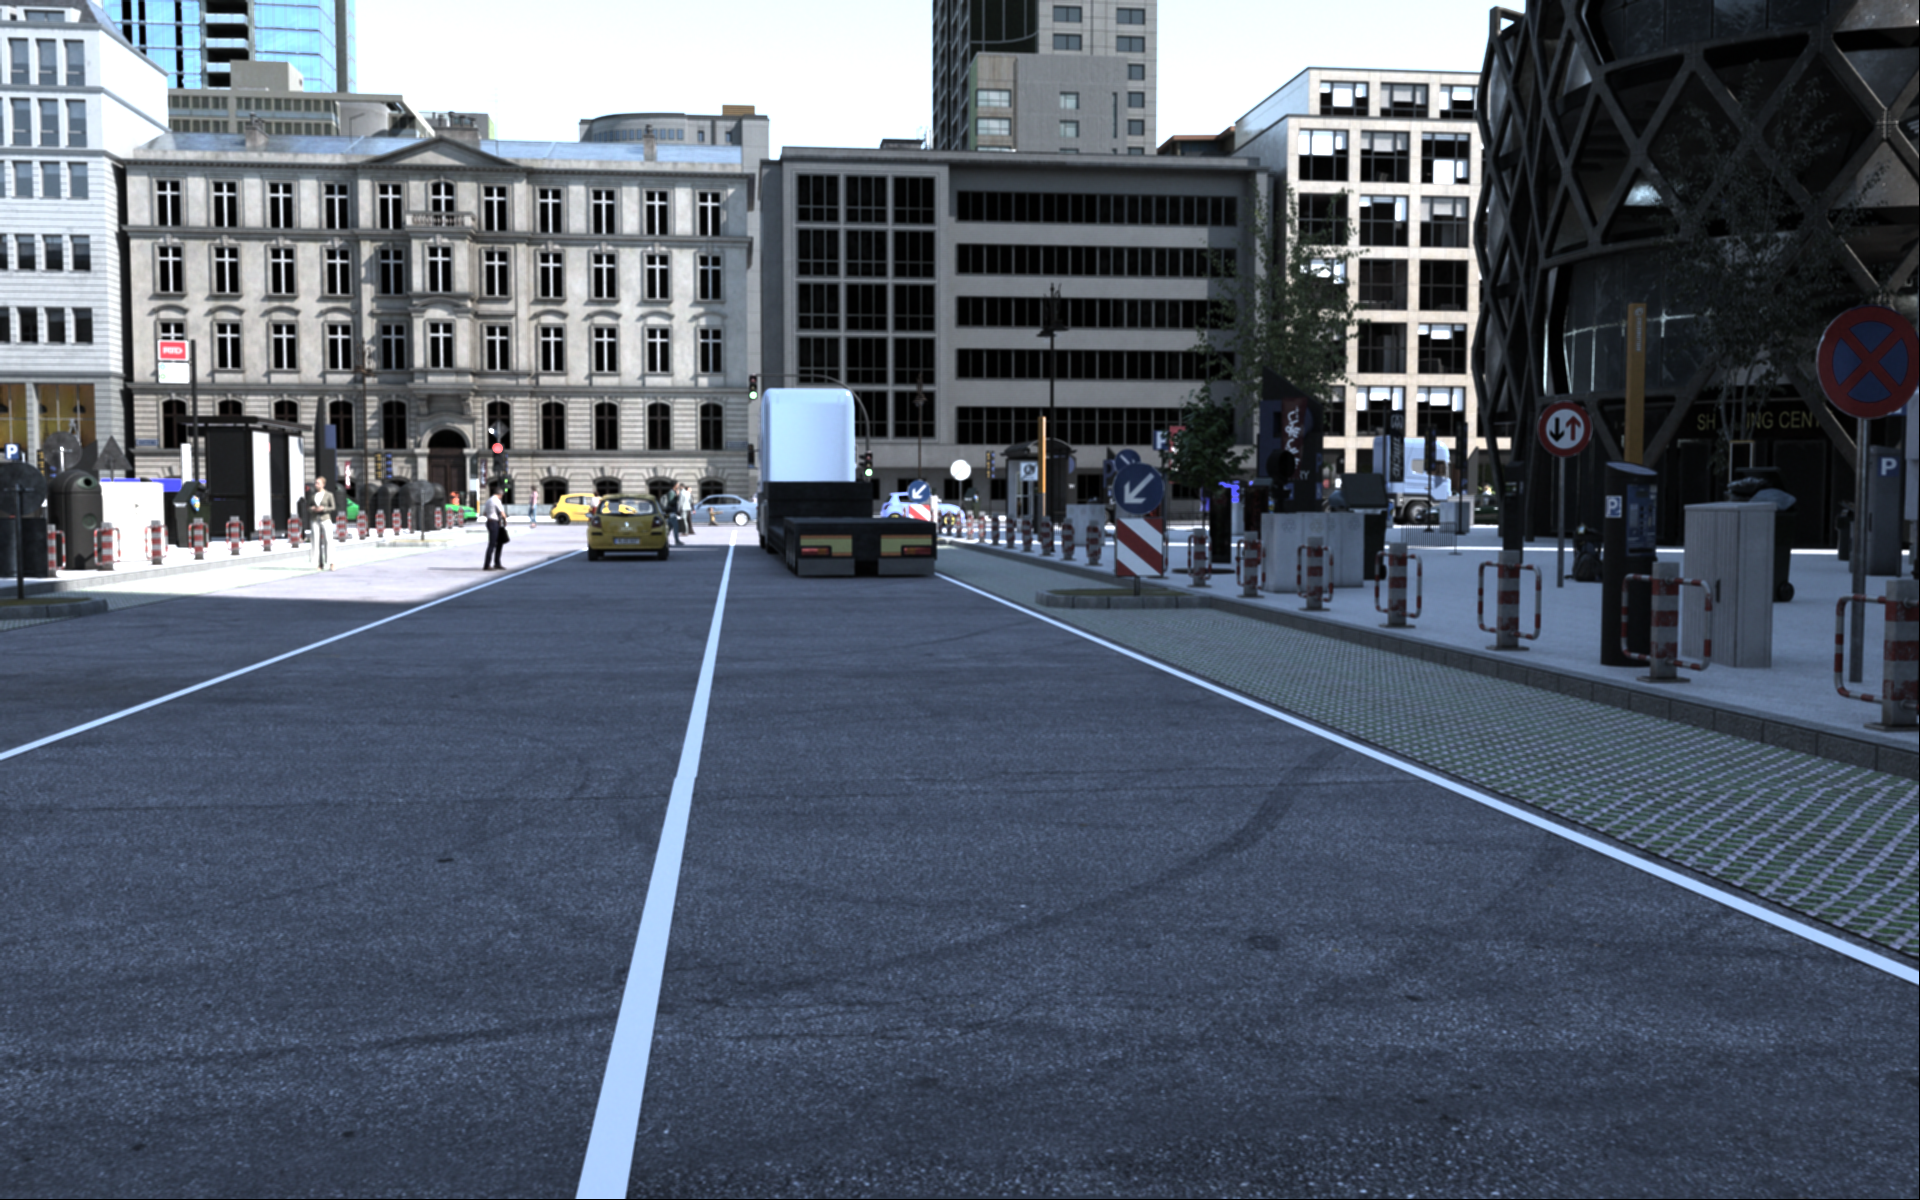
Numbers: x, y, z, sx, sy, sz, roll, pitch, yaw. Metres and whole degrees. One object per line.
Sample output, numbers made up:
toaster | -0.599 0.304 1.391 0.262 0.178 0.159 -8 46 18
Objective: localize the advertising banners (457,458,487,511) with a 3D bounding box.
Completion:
advertising banners | -23.950 -5.440 85.124 2.074 3.025 0.090 2 4 31

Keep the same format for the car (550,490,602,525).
car | -16.945 -4.278 80.161 3.980 1.641 2.015 -1 4 -9

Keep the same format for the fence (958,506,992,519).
fence | 0.758 -4.507 89.059 2.069 0.683 0.278 -2 4 -31

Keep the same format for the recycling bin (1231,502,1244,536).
recycling bin | 8.630 -2.510 53.585 0.722 1.027 0.722 -2 4 -28

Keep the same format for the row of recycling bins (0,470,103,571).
row of recycling bins | -16.087 -1.310 28.530 3.534 1.692 1.069 -3 4 -37

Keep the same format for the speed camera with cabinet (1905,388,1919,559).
speed camera with cabinet | 8.468 -1.223 14.330 0.660 3.252 2.038 1 4 12

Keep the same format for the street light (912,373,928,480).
street light | -1.538 -5.708 66.120 0.468 5.910 1.993 0 4 -7

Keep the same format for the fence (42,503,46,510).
fence | -27.654 -2.561 53.079 2.264 1.192 0.480 -2 4 -30

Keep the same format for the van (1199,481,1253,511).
van | 14.246 -4.822 83.217 5.245 2.365 2.240 -1 4 -9

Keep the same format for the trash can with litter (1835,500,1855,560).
trash can with litter | 17.398 -1.338 33.263 0.624 1.170 1.055 -3 5 -43

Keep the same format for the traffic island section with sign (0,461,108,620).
traffic island section with sign | -11.293 -0.722 20.439 1.989 1.847 2.006 0 4 -7

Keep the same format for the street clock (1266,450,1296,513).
street clock | 5.545 -1.558 30.038 0.471 2.002 0.358 -3 4 -36

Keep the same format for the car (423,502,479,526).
car | -24.215 -4.252 78.321 4.718 1.807 1.959 0 4 -5

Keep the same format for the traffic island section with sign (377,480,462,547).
traffic island section with sign | -14.676 -2.358 47.182 1.989 1.847 2.006 0 4 -7

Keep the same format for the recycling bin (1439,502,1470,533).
recycling bin | 16.471 -2.760 57.674 0.722 1.027 0.722 -2 4 -30

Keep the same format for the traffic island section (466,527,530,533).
traffic island section | -17.190 -2.591 64.642 2.009 0.180 2.903 0 4 -7

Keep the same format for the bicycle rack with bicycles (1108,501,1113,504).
bicycle rack with bicycles | 8.161 -4.676 89.827 2.925 0.926 2.852 0 4 3

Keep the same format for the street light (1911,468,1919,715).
street light | 5.609 -2.273 9.946 0.468 5.910 1.993 0 4 -7

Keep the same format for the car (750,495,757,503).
car | -19.260 -9.456 166.972 2.083 1.381 4.827 0 4 -6

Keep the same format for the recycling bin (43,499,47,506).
recycling bin | -45.270 -4.423 84.871 0.722 1.027 0.722 3 4 36

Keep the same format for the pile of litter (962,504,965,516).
pile of litter | 0.055 -4.823 92.823 1.176 0.858 1.719 -1 4 -14

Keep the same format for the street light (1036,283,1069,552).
street light | 2.020 -3.993 38.080 0.468 5.910 1.993 0 4 -7

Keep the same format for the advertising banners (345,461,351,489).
advertising banners | -32.660 -5.810 91.181 0.090 3.025 2.074 1 4 16

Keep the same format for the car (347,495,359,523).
car | -27.203 -4.093 75.710 4.718 1.807 1.959 0 4 -7

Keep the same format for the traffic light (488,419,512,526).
traffic light | -17.149 -4.623 64.512 0.839 4.253 0.868 0 4 -7

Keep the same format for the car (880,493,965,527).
car | -1.638 -4.056 75.912 3.694 1.707 1.945 0 4 -7

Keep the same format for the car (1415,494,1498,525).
car | 21.237 -3.838 72.534 4.222 1.686 2.009 0 4 -5

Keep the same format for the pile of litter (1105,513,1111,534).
pile of litter | 4.111 -2.468 54.314 1.176 0.858 1.719 -1 4 -14

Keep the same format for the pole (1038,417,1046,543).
pole | 2.156 -3.173 45.718 0.158 3.312 0.155 0 3 0

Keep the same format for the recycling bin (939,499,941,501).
recycling bin | -1.319 -4.409 84.636 0.722 1.027 0.722 0 4 -6

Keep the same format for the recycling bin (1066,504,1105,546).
recycling bin | 3.106 -1.850 42.794 0.722 1.027 0.722 3 5 40

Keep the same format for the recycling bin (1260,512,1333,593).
recycling bin | 4.384 -0.621 22.712 0.722 1.027 0.722 0 4 -6

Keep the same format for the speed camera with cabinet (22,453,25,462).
speed camera with cabinet | -45.486 -5.427 83.073 0.660 3.252 2.038 2 4 35

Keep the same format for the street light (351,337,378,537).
street light | -17.613 -4.803 51.316 0.468 5.910 1.993 0 4 -7

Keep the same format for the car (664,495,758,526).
car | -11.232 -4.090 78.870 4.499 1.417 2.014 0 4 -8

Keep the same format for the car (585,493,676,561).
car | -7.361 -1.737 38.619 2.015 1.641 3.980 -1 4 -9

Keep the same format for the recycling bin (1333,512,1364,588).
recycling bin | 5.122 -0.700 24.001 0.722 1.027 0.722 -1 4 -14

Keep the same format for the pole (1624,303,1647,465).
pole | 7.242 -1.516 18.622 0.158 3.312 0.155 0 3 0

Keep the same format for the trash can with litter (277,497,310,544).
trash can with litter | -17.384 -2.097 45.352 1.678 1.210 2.233 -1 4 -14

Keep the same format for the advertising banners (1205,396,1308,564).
advertising banners | 5.385 -2.164 31.568 2.074 3.025 0.090 3 4 39

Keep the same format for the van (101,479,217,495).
van | -31.347 -3.954 69.033 5.245 2.365 2.240 0 4 -6

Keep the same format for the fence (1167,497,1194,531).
fence | 7.840 -3.075 61.487 0.480 1.192 2.264 -1 4 -17

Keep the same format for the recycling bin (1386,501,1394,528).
recycling bin | 15.974 -3.258 65.821 0.722 1.027 0.722 -2 4 -27

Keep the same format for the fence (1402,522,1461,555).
fence | 9.800 -1.271 36.155 2.069 0.683 0.278 -3 5 -42

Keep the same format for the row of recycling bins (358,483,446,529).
row of recycling bins | -20.671 -3.488 64.148 3.534 1.692 1.069 1 4 14

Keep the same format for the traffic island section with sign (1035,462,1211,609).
traffic island section with sign | 2.030 -0.841 22.386 1.989 1.847 2.006 0 4 -7

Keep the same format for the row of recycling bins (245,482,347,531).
row of recycling bins | -23.443 -3.308 61.203 3.534 1.692 1.069 0 4 -2

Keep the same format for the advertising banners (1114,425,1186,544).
advertising banners | 4.851 -2.921 43.950 2.074 3.025 0.090 -2 4 -24

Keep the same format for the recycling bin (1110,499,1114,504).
recycling bin | 8.644 -5.041 94.981 0.722 1.027 0.722 0 4 -8

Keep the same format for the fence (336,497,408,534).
fence | -19.077 -2.744 56.065 2.264 1.192 0.480 -2 4 -26

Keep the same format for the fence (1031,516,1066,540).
fence | 2.717 -1.979 47.730 2.069 0.683 0.278 3 5 40

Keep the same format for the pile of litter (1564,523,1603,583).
pile of litter | 9.561 -0.718 25.701 1.176 0.858 1.719 2 4 26

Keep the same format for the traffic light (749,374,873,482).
traffic light | -5.611 -5.576 65.833 4.771 5.953 1.251 0 4 -7

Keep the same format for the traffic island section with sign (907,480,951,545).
traffic island section with sign | -1.339 -2.477 49.131 1.989 1.847 2.006 0 4 -7

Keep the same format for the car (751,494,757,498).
car | -23.407 -11.750 201.709 1.945 1.707 3.694 0 4 -5
